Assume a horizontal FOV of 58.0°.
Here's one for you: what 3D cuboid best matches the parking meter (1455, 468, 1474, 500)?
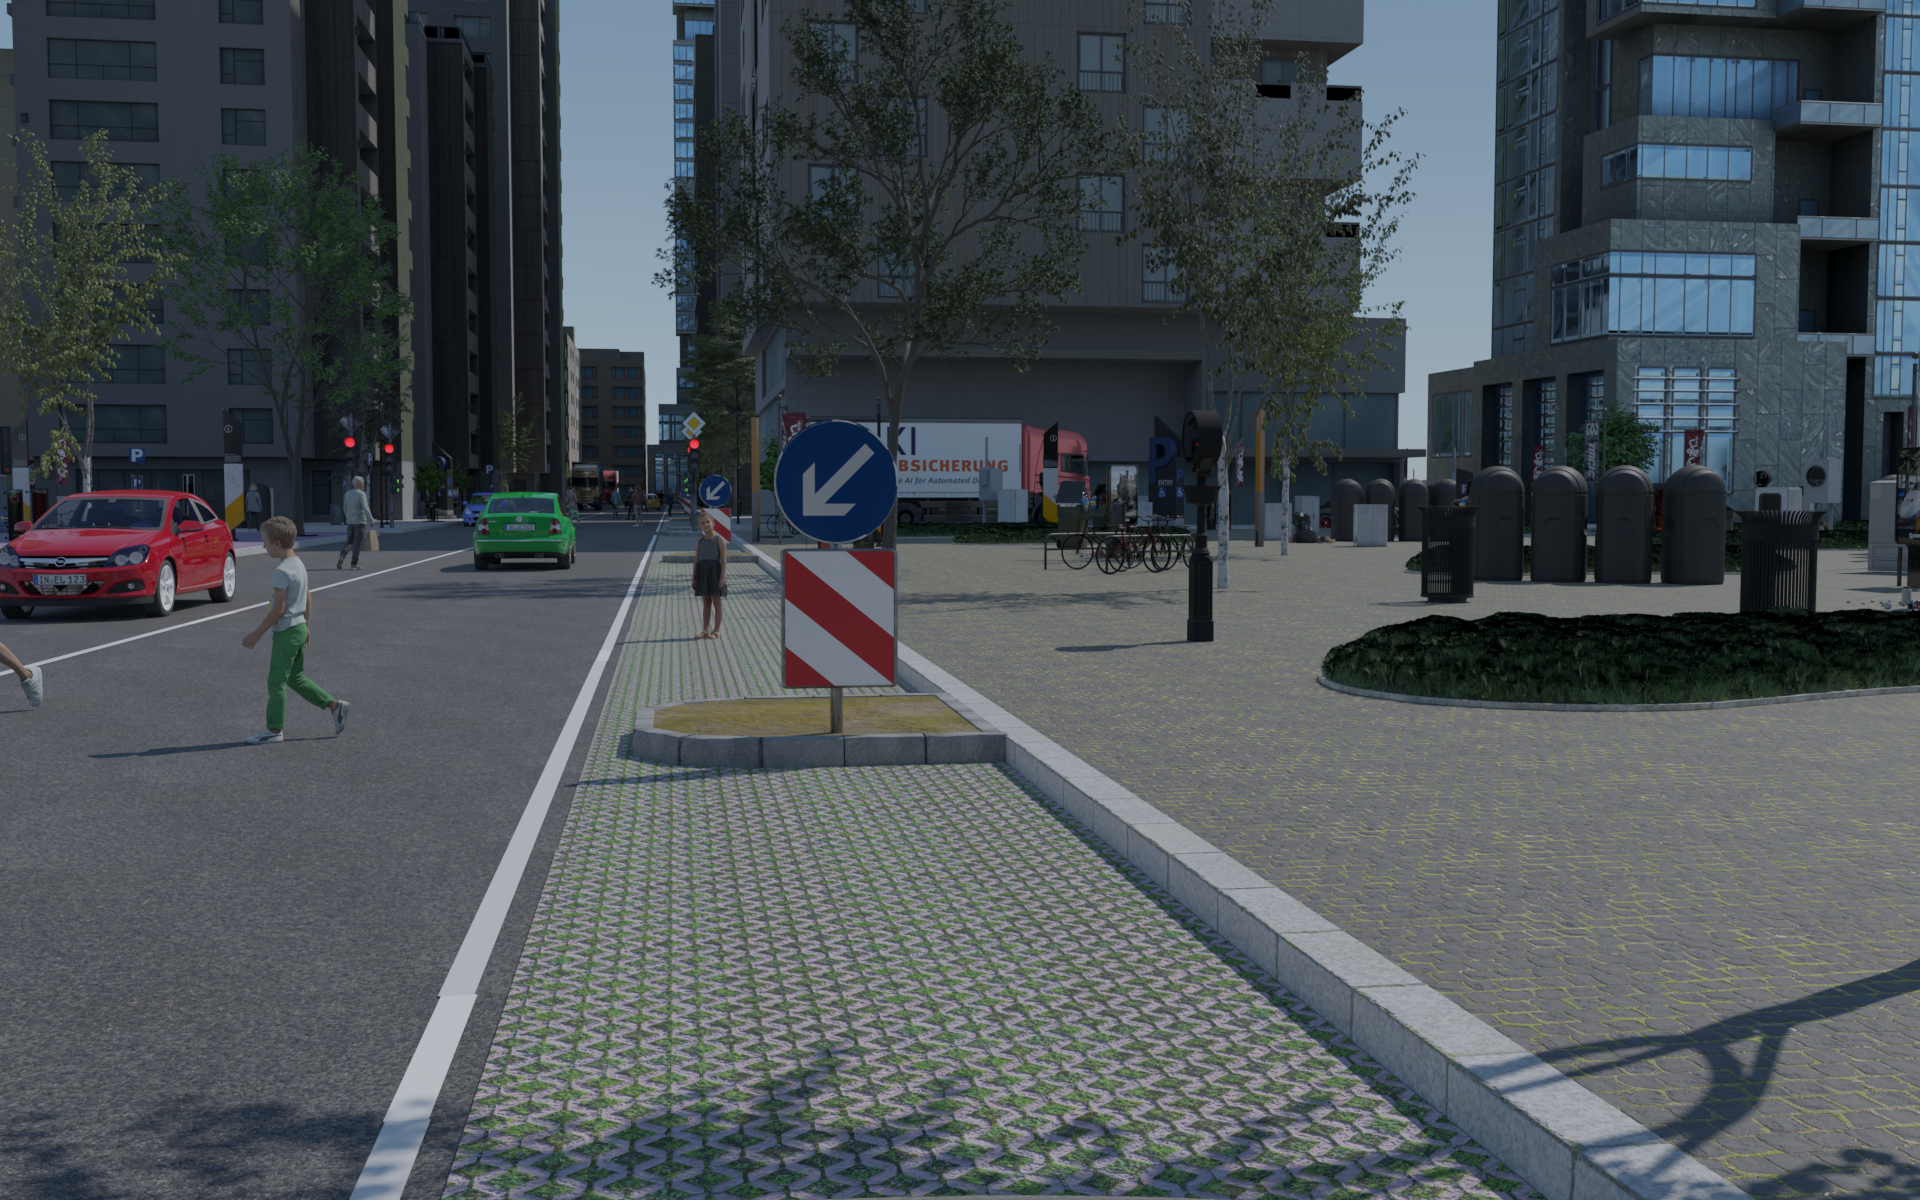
[{"bbox_3d":[11.449,-2.053,39.274,0.399,1.863,0.255,1,4,8],"label":"parking meter"}]

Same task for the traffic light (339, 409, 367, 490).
[{"bbox_3d":[-20.092,-4.182,57.297,0.839,4.253,0.868,-1,4,-9],"label":"traffic light"}]

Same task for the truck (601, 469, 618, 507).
[{"bbox_3d":[-39.549,-12.524,193.682,2.839,4.237,11.283,-1,4,-10],"label":"truck"}]

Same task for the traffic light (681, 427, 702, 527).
[{"bbox_3d":[-10.387,-4.776,67.008,0.839,4.253,0.868,-1,4,-9],"label":"traffic light"}]

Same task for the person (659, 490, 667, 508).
[{"bbox_3d":[-30.464,-10.298,176.500,1.348,1.869,0.705,0,4,6],"label":"person"}]

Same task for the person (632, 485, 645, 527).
[{"bbox_3d":[-14.156,-4.144,76.227,0.573,1.828,0.580,0,4,-3],"label":"person"}]

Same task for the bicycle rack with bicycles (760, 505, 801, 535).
[{"bbox_3d":[-5.106,-2.625,56.295,2.925,0.926,2.852,-3,5,-44],"label":"bicycle rack with bicycles"}]

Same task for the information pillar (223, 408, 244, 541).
[{"bbox_3d":[-19.881,-3.426,47.373,0.504,3.616,0.183,0,4,-8],"label":"information pillar"}]

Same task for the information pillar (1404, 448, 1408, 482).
[{"bbox_3d":[22.484,-5.905,87.900,0.504,3.616,0.183,3,4,37],"label":"information pillar"}]

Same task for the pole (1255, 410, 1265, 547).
[{"bbox_3d":[7.260,-2.941,41.929,0.158,3.312,0.155,0,3,0],"label":"pole"}]

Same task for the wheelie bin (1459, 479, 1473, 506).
[{"bbox_3d":[11.181,-1.778,36.981,0.980,1.594,0.693,1,4,10],"label":"wheelie bin"}]

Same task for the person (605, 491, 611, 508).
[{"bbox_3d":[-36.555,-10.462,180.005,0.683,1.767,0.568,0,4,1],"label":"person"}]

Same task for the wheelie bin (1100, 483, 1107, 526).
[{"bbox_3d":[4.041,-2.430,47.631,0.980,1.594,0.693,-3,5,-41],"label":"wheelie bin"}]

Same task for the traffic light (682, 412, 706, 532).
[{"bbox_3d":[-9.082,-4.294,59.130,0.839,4.253,0.868,-1,4,-9],"label":"traffic light"}]

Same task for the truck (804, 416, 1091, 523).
[{"bbox_3d":[-0.153,-4.626,64.546,11.283,4.237,2.839,-1,4,-11],"label":"truck"}]

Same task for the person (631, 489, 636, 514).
[{"bbox_3d":[-22.867,-6.886,121.434,0.599,1.781,0.374,2,4,34],"label":"person"}]

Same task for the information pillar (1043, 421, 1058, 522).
[{"bbox_3d":[2.922,-3.927,55.565,0.504,3.616,0.183,0,4,2],"label":"information pillar"}]

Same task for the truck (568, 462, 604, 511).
[{"bbox_3d":[-33.008,-10.063,153.447,2.839,4.237,11.283,-1,4,-10],"label":"truck"}]

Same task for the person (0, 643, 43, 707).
[{"bbox_3d":[-6.374,-0.119,11.188,0.466,1.731,0.760,2,4,31],"label":"person"}]

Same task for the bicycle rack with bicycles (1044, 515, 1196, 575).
[{"bbox_3d":[2.861,-0.956,29.012,2.925,0.926,2.852,-2,4,-30],"label":"bicycle rack with bicycles"}]

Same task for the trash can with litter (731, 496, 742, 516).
[{"bbox_3d":[-13.388,-5.556,102.224,1.055,1.170,0.624,1,4,13],"label":"trash can with litter"}]

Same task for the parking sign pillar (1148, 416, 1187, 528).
[{"bbox_3d":[7.037,-4.319,59.092,1.447,3.967,1.447,-3,5,-39],"label":"parking sign pillar"}]

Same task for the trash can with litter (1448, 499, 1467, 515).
[{"bbox_3d":[11.211,-1.630,38.043,1.055,1.170,0.624,-2,4,-30],"label":"trash can with litter"}]

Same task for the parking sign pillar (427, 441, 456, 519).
[{"bbox_3d":[-26.489,-6.109,88.354,1.447,3.967,1.447,2,4,30],"label":"parking sign pillar"}]

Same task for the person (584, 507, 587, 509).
[{"bbox_3d":[-36.861,-9.843,169.874,0.683,1.767,0.568,2,4,33],"label":"person"}]

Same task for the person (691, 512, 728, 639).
[{"bbox_3d":[-2.462,-0.235,17.018,0.362,1.253,0.373,2,4,27],"label":"person"}]

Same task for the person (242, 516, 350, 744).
[{"bbox_3d":[-3.848,0.166,10.035,0.590,1.304,0.306,-2,4,-27],"label":"person"}]

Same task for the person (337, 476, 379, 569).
[{"bbox_3d":[-11.449,-1.465,32.941,0.782,1.767,0.515,2,4,27],"label":"person"}]

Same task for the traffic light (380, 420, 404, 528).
[{"bbox_3d":[-21.397,-4.664,65.175,0.839,4.253,0.868,-1,4,-9],"label":"traffic light"}]

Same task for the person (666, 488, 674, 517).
[{"bbox_3d":[-18.348,-6.168,109.532,0.419,1.800,0.721,1,4,17],"label":"person"}]

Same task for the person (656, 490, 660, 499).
[{"bbox_3d":[-29.737,-9.876,170.074,0.705,1.812,1.348,-2,4,-29],"label":"person"}]

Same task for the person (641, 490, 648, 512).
[{"bbox_3d":[-25.535,-8.022,140.063,0.834,1.777,0.661,0,4,4],"label":"person"}]

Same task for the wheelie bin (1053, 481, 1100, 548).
[{"bbox_3d":[2.658,-2.024,40.993,0.980,1.594,0.693,2,4,27],"label":"wheelie bin"}]

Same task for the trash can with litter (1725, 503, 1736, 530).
[{"bbox_3d":[21.328,-2.223,47.738,1.055,1.170,0.624,2,4,31],"label":"trash can with litter"}]

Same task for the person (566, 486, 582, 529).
[{"bbox_3d":[-15.974,-3.845,71.704,0.599,1.781,0.374,1,4,18],"label":"person"}]

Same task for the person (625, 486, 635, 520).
[{"bbox_3d":[-18.251,-5.393,96.036,0.648,1.900,0.474,3,5,42],"label":"person"}]

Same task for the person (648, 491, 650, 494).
[{"bbox_3d":[-38.746,-12.678,215.918,0.705,1.807,1.348,-2,4,-29],"label":"person"}]

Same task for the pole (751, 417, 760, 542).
[{"bbox_3d":[-5.442,-3.198,46.136,0.158,3.312,0.155,0,3,0],"label":"pole"}]

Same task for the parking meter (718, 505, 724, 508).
[{"bbox_3d":[-11.488,-4.742,83.243,0.255,1.863,0.399,0,4,-3],"label":"parking meter"}]

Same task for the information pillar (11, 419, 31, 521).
[{"bbox_3d":[-29.471,-3.855,54.392,0.504,3.616,0.183,0,4,-4],"label":"information pillar"}]

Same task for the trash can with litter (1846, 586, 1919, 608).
[{"bbox_3d":[10.786,-0.501,19.245,1.678,1.210,2.233,2,4,28],"label":"trash can with litter"}]

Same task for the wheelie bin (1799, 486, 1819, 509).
[{"bbox_3d":[31.914,-3.509,65.273,0.980,1.594,0.693,2,4,34],"label":"wheelie bin"}]

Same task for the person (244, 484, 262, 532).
[{"bbox_3d":[-24.774,-3.173,60.560,0.709,1.800,0.728,1,4,9],"label":"person"}]

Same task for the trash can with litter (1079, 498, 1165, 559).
[{"bbox_3d":[3.177,-1.481,35.277,1.678,1.210,2.233,-1,4,-18],"label":"trash can with litter"}]

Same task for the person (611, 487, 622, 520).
[{"bbox_3d":[-19.317,-5.424,97.037,0.748,1.841,0.638,-3,5,-44],"label":"person"}]
